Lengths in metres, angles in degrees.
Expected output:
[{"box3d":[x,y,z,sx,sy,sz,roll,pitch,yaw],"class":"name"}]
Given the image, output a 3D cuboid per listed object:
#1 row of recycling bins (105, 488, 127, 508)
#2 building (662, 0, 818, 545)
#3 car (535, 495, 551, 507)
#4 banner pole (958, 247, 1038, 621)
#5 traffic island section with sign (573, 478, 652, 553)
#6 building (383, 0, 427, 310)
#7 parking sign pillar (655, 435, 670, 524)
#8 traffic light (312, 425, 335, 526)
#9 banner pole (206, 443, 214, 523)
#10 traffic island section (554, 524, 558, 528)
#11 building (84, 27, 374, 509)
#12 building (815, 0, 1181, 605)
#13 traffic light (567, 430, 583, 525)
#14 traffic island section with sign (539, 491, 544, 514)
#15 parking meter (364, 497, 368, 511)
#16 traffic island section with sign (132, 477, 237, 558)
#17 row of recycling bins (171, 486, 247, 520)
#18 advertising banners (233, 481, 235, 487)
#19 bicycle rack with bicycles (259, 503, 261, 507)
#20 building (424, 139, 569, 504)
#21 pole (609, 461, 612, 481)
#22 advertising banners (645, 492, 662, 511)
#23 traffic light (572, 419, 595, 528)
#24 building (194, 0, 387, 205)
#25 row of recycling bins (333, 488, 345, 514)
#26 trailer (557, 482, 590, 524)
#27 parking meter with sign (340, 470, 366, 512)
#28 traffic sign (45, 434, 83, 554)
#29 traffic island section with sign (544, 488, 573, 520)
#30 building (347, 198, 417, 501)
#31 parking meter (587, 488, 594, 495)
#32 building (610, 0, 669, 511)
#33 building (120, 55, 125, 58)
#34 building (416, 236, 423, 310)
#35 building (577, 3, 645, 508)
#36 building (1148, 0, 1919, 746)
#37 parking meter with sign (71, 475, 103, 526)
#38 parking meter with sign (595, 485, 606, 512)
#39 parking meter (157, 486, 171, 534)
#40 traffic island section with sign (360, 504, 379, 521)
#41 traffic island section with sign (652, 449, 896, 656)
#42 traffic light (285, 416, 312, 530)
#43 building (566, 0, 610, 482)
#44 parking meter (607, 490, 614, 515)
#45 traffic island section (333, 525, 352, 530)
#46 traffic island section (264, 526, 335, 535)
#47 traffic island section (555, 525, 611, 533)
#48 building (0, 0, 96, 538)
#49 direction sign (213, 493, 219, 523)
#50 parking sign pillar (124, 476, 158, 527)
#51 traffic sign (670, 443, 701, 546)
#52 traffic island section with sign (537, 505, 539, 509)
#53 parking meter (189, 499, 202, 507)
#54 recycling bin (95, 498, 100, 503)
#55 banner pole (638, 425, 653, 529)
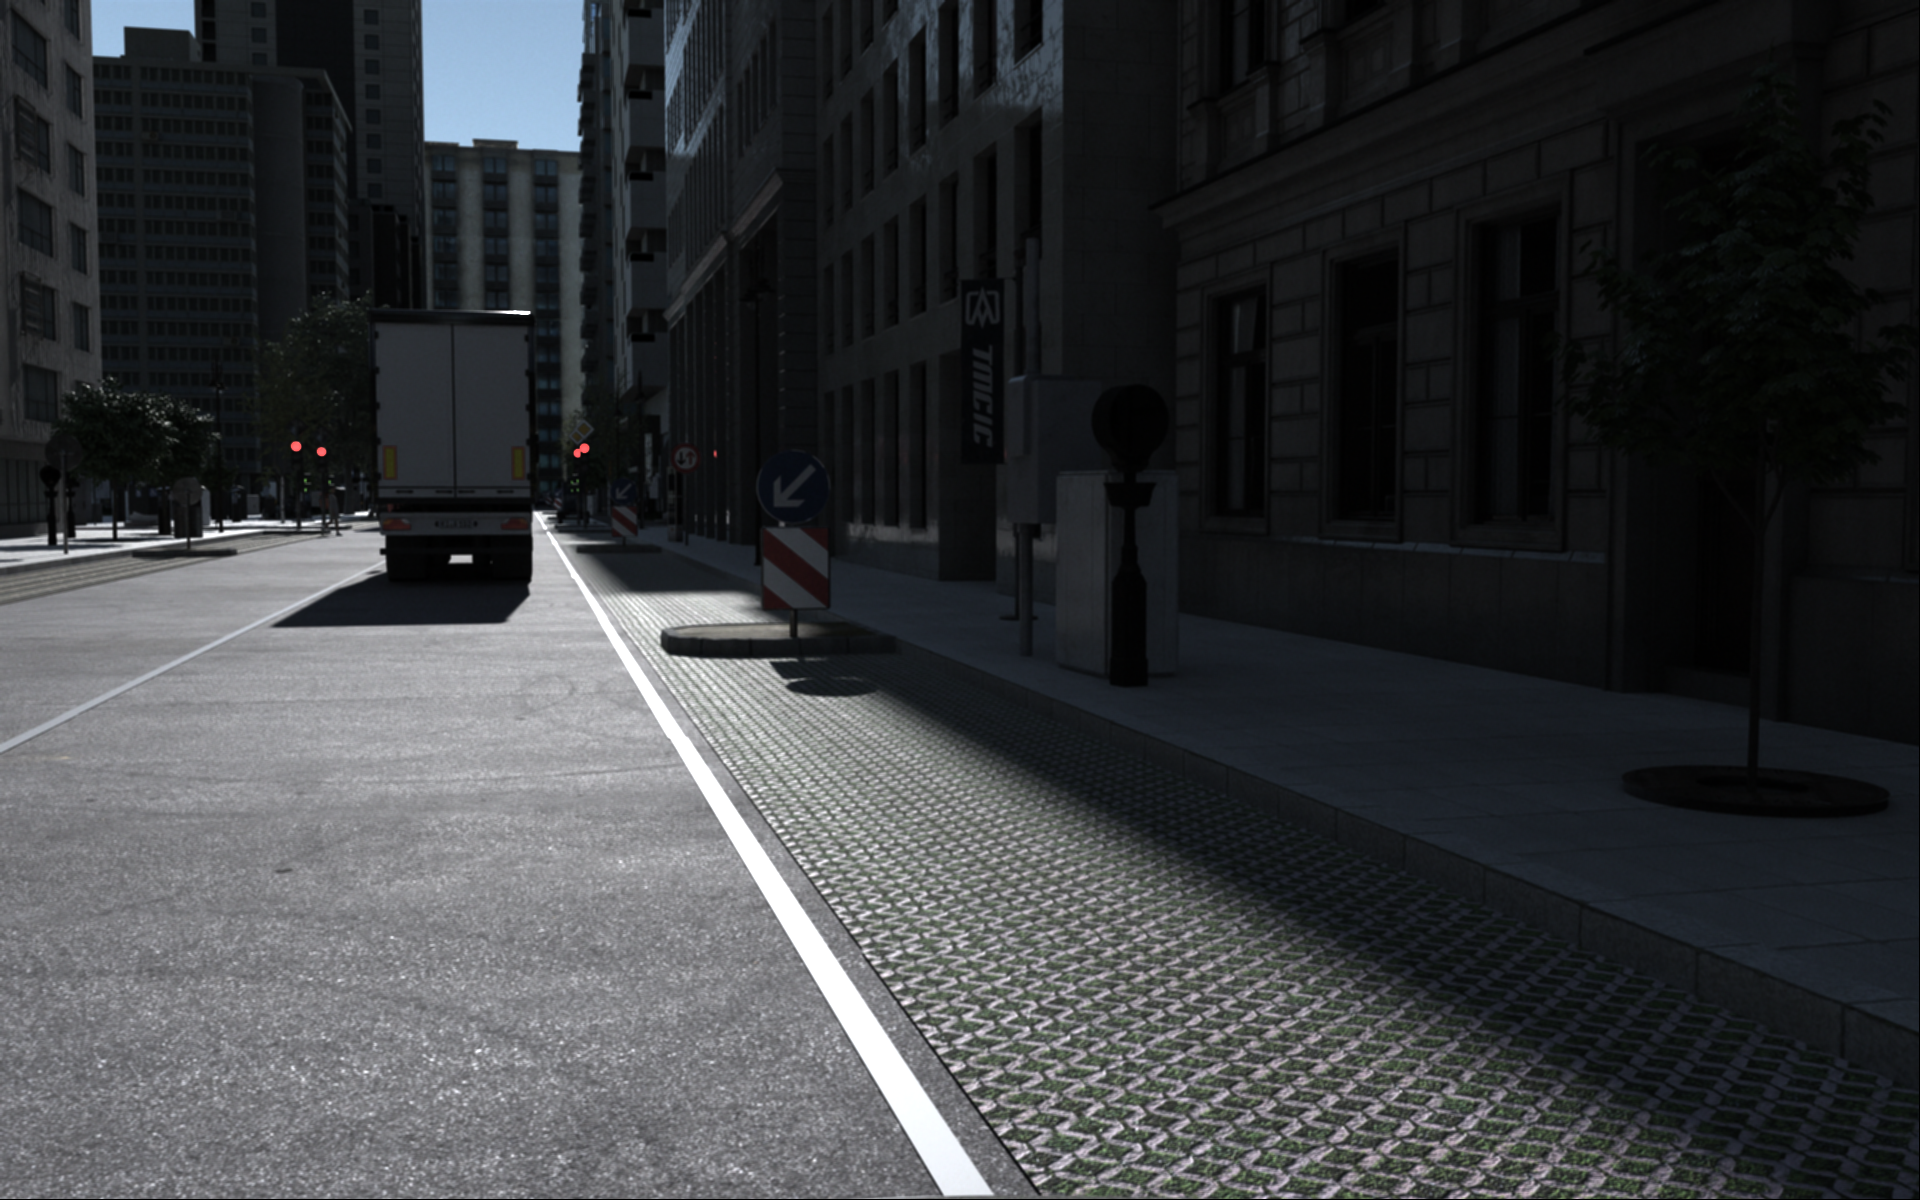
[{"box3d":[-54.308,-6.410,111.911,1.069,1.692,3.534,-3,5,-42],"class":"row of recycling bins"},{"box3d":[-2.008,-16.707,50.649,11.434,29.767,29.804,-1,4,-14],"class":"building"},{"box3d":[-45.721,-10.841,189.826,1.945,1.354,3.894,-1,4,-14],"class":"car"},{"box3d":[0.384,-1.695,17.723,0.863,3.779,0.401,1,4,19],"class":"banner pole"},{"box3d":[-8.398,-2.072,42.513,1.989,1.847,2.006,-1,4,-14],"class":"traffic island section with sign"},{"box3d":[-73.241,-46.653,201.030,20.611,71.187,20.563,-1,4,-14],"class":"building"},{"box3d":[-12.498,-5.293,75.019,1.447,3.967,1.447,-2,4,-28],"class":"parking sign pillar"},{"box3d":[-25.653,-4.946,69.789,0.839,4.253,0.868,-1,4,-14],"class":"traffic light"},{"box3d":[-33.831,-5.397,78.250,0.401,3.779,0.863,1,4,12],"class":"banner pole"},{"box3d":[-15.906,-3.063,72.364,2.009,0.180,2.903,-1,4,-14],"class":"traffic island section"},{"box3d":[-66.195,-27.974,149.255,32.217,40.220,23.993,-1,4,-14],"class":"building"},{"box3d":[4.139,-10.625,28.466,10.420,20.320,16.860,-1,4,-14],"class":"building"},{"box3d":[-15.947,-5.096,72.240,0.839,4.253,0.868,-1,4,-14],"class":"traffic light"},{"box3d":[-28.560,-6.971,122.611,1.989,1.847,2.006,-1,4,-14],"class":"traffic island section with sign"},{"box3d":[-43.901,-7.309,127.906,0.372,1.533,0.369,0,3,0],"class":"parking meter"},{"box3d":[-17.827,-1.915,39.938,1.989,1.847,2.006,-1,4,-14],"class":"traffic island section with sign"},{"box3d":[-37.612,-4.876,86.834,3.534,1.692,1.069,-3,4,-37],"class":"row of recycling bins"},{"box3d":[-57.480,-8.591,136.647,0.090,3.025,2.074,-2,4,-35],"class":"advertising banners"},{"box3d":[-51.498,-6.955,127.103,2.925,0.926,2.852,2,4,26],"class":"bicycle rack with bicycles"},{"box3d":[-63.181,-37.747,236.778,30.456,49.044,23.786,-1,4,-14],"class":"building"},{"box3d":[-21.309,-6.832,105.548,0.158,3.312,0.155,0,3,0],"class":"pole"},{"box3d":[-15.793,-5.900,92.659,2.074,3.025,0.090,-1,4,-20],"class":"advertising banners"},{"box3d":[-13.998,-4.622,64.496,0.839,4.253,0.868,-1,4,-14],"class":"traffic light"},{"box3d":[-87.417,-48.290,227.796,20.611,71.187,20.563,-1,4,-14],"class":"building"},{"box3d":[-40.296,-6.457,112.677,1.069,1.692,3.534,-1,4,-10],"class":"row of recycling bins"},{"box3d":[-18.293,-4.567,81.711,1.471,1.999,3.904,-1,4,-15],"class":"trailer"},{"box3d":[-43.274,-7.792,123.665,0.543,3.016,1.738,2,4,32],"class":"parking meter with sign"},{"box3d":[-19.160,-2.259,37.045,0.768,2.556,0.104,0,4,-6],"class":"traffic sign"},{"box3d":[-21.917,-5.357,96.221,1.989,1.847,2.006,-1,4,-14],"class":"traffic island section with sign"},{"box3d":[-61.519,-24.382,170.340,14.160,30.474,14.107,-1,4,-14],"class":"building"},{"box3d":[-24.210,-6.597,113.578,0.399,1.863,0.255,2,4,24],"class":"parking meter"},{"box3d":[-11.813,-33.069,129.909,28.713,52.752,27.495,-1,4,-14],"class":"building"},{"box3d":[-93.490,-34.986,195.714,21.600,48.544,21.300,-1,4,-14],"class":"building"},{"box3d":[-64.833,-25.256,184.640,14.160,30.474,14.107,-1,4,-14],"class":"building"},{"box3d":[-26.940,-33.996,175.449,23.786,49.044,30.456,-1,4,-14],"class":"building"},{"box3d":[9.006,-8.958,11.094,10.561,19.102,19.286,-1,4,-14],"class":"building"},{"box3d":[-39.127,-4.954,77.259,0.543,3.016,1.738,1,4,20],"class":"parking meter with sign"},{"box3d":[-25.422,-7.635,121.085,1.738,3.016,0.543,2,4,29],"class":"parking meter with sign"},{"box3d":[-25.662,-2.902,55.855,0.372,1.533,0.369,0,3,0],"class":"parking meter"},{"box3d":[-31.390,-5.213,93.855,1.989,1.847,2.006,-1,4,-14],"class":"traffic island section with sign"},{"box3d":[-1.766,-0.461,16.163,1.989,1.847,2.006,-1,4,-14],"class":"traffic island section with sign"},{"box3d":[-23.703,-4.472,62.045,0.839,4.253,0.868,-1,4,-14],"class":"traffic light"},{"box3d":[-35.232,-54.554,204.635,22.319,86.520,31.000,-1,4,-14],"class":"building"},{"box3d":[-21.013,-5.853,104.101,0.372,1.533,0.369,0,3,0],"class":"parking meter"},{"box3d":[-25.694,-2.913,69.914,2.009,0.180,2.903,-1,4,-14],"class":"traffic island section"},{"box3d":[-23.745,-2.440,62.170,2.009,0.180,2.903,-1,4,-14],"class":"traffic island section"},{"box3d":[-13.956,-2.590,64.620,2.009,0.180,2.903,-1,4,-14],"class":"traffic island section"},{"box3d":[-34.795,-22.544,52.188,14.086,41.232,14.154,-1,4,-14],"class":"building"},{"box3d":[-32.801,-5.165,76.449,0.379,3.537,0.876,-1,4,-22],"class":"direction sign"},{"box3d":[-32.442,-4.909,68.742,1.447,3.967,1.447,2,4,31],"class":"parking sign pillar"},{"box3d":[-6.805,-2.627,43.057,0.768,2.556,0.104,0,4,-6],"class":"traffic sign"},{"box3d":[-40.837,-9.956,171.407,1.989,1.847,2.006,-1,4,-14],"class":"traffic island section with sign"},{"box3d":[-22.946,-2.662,51.940,0.372,1.533,0.369,0,3,0],"class":"parking meter"},{"box3d":[-64.879,-7.157,129.578,0.722,1.027,0.722,1,4,12],"class":"recycling bin"},{"box3d":[-11.395,-4.458,62.898,0.401,3.779,0.863,-3,5,-44],"class":"banner pole"}]
